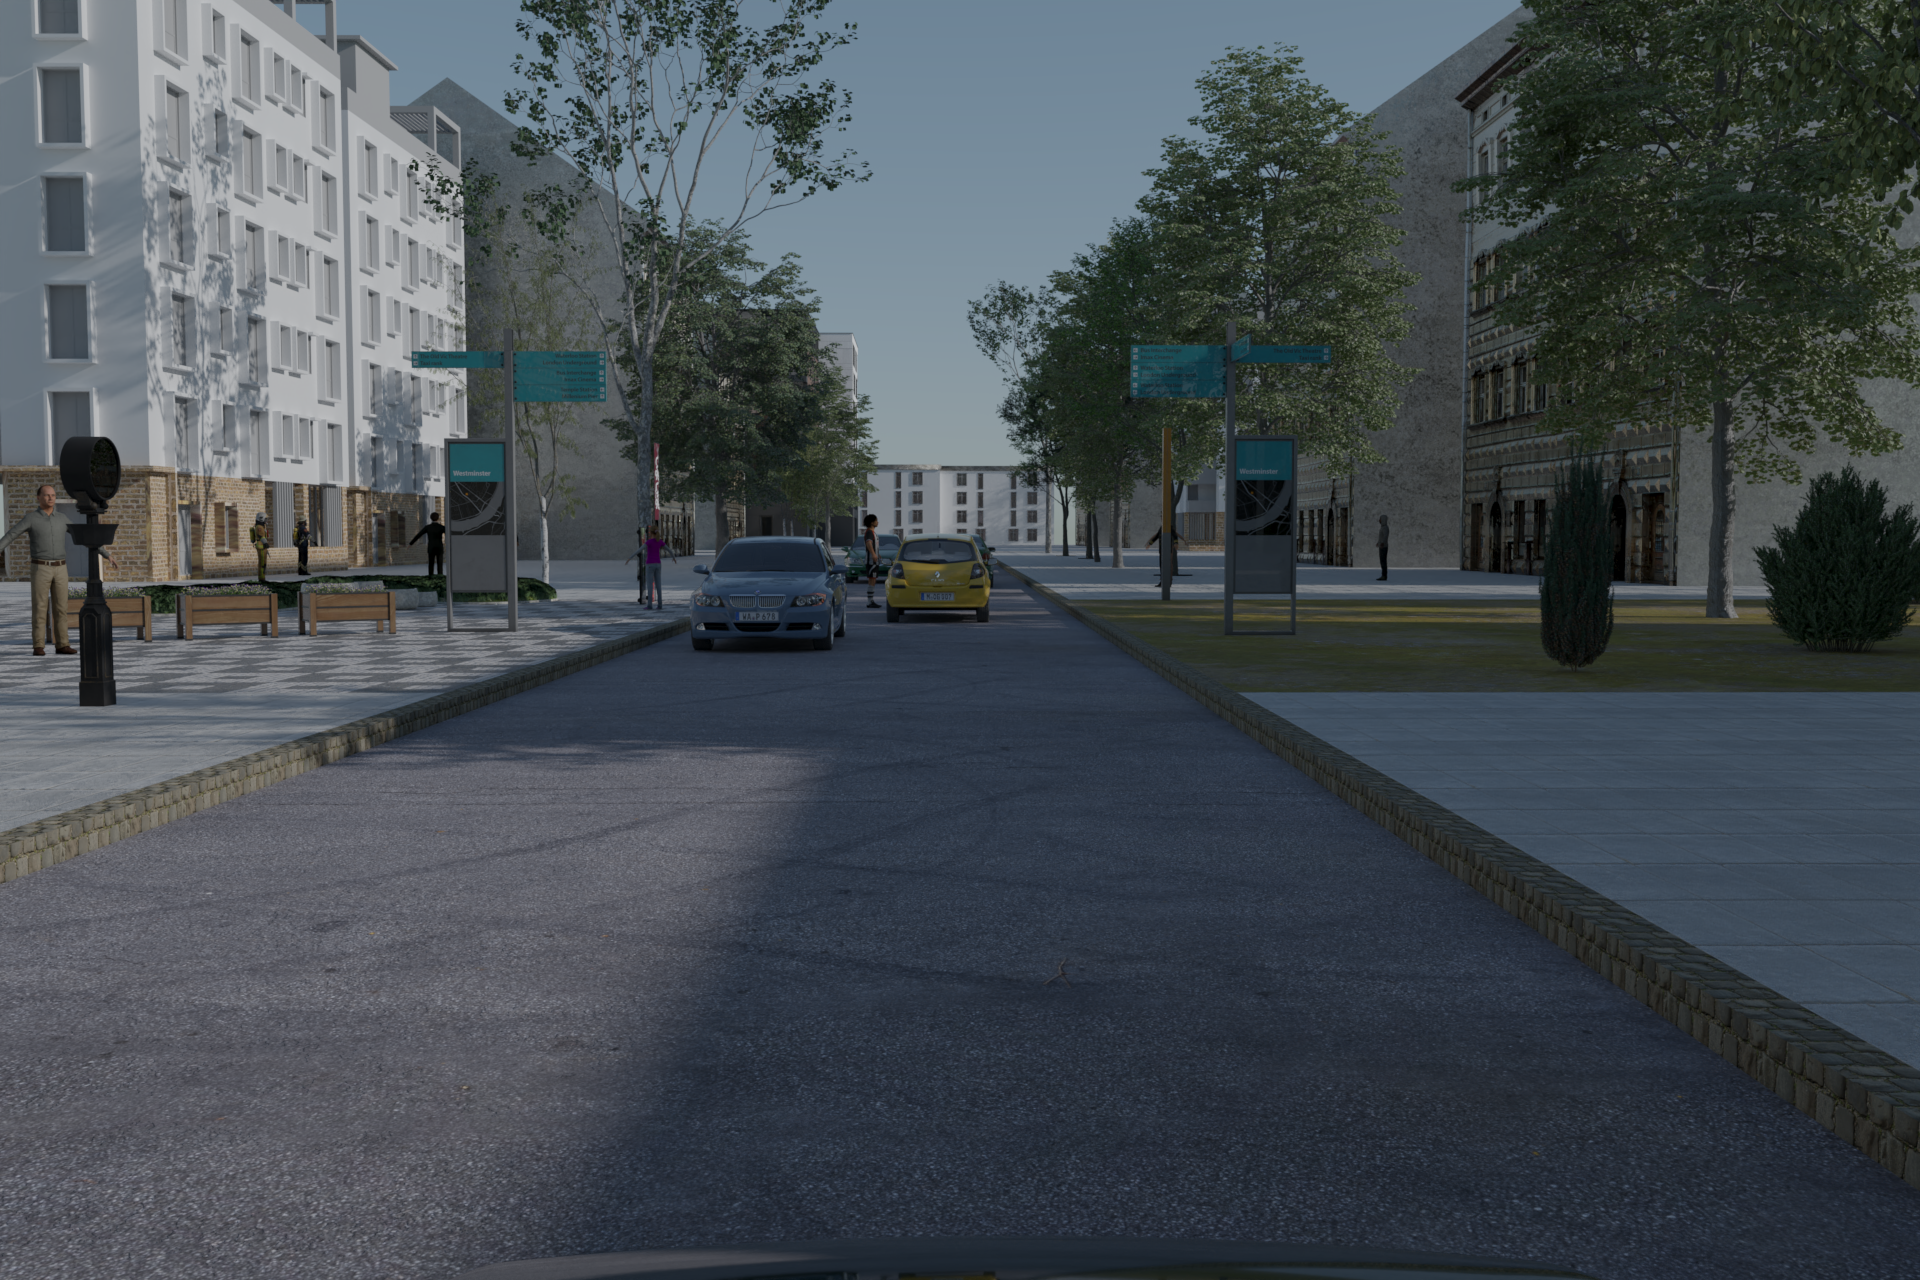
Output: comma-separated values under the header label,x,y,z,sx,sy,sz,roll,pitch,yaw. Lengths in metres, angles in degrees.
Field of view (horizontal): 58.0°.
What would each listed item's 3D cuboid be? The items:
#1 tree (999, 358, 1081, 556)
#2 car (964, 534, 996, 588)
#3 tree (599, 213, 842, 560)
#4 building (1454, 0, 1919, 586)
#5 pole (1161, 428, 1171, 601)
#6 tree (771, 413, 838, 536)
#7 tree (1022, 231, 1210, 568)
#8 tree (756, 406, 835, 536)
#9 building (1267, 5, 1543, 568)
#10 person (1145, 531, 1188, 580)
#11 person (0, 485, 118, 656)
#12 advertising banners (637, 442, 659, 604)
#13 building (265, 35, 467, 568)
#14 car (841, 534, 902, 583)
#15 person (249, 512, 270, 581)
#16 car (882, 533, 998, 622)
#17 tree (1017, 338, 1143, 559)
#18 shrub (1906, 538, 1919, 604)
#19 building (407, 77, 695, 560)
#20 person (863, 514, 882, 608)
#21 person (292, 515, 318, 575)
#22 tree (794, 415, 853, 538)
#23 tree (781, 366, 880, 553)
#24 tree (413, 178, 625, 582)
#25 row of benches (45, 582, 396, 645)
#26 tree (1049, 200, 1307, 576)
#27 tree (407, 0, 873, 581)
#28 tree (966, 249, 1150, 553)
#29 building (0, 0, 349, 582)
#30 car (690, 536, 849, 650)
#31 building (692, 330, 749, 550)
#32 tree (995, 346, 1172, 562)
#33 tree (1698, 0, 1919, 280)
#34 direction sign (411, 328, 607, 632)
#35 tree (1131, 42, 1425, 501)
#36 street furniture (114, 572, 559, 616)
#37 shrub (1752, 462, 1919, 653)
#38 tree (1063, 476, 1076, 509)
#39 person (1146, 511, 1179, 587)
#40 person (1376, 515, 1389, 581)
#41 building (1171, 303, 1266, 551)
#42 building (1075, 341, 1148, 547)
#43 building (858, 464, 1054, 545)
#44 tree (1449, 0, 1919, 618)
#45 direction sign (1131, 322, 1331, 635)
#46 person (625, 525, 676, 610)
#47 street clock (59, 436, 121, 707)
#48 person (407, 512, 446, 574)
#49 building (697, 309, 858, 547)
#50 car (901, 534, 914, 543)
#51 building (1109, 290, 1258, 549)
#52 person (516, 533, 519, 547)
label,x,y,z,sx,sy,sz,roll,pitch,yaw
tree,6.067,-10.672,100.247,9.928,11.665,9.643,0,3,0
car,-0.051,-2.197,47.713,2.131,1.459,4.920,0,4,-2
tree,-9.458,-9.889,68.339,9.857,13.997,8.962,0,3,0
building,26.753,-13.451,50.855,19.493,23.208,18.063,0,3,0
pole,3.979,-2.419,33.396,0.158,3.312,0.155,0,3,0
tree,-9.337,-9.043,98.215,4.737,8.622,4.395,0,3,0
tree,6.127,-8.984,65.020,7.486,12.596,7.792,0,3,0
tree,-8.728,-8.384,87.448,4.737,8.622,4.395,0,3,0
building,24.160,-14.886,74.312,19.493,23.208,18.063,0,4,0
person,5.782,-2.549,48.482,1.217,1.733,0.721,0,4,-1
person,-9.656,-0.740,18.374,0.705,1.796,1.348,3,5,41
advertising banners,-5.804,-2.215,32.403,0.090,3.025,2.074,0,4,1
building,-27.704,-12.890,67.164,16.016,20.090,11.380,0,4,-1
car,-2.465,-2.459,51.999,2.131,1.459,4.920,0,4,-1
person,-18.145,-2.405,45.092,0.705,1.858,1.354,-2,4,-24
car,-0.355,-1.179,29.506,2.015,1.641,3.980,0,4,0
tree,6.502,-9.972,88.797,9.928,11.665,9.643,0,3,0
shrub,17.640,-1.269,31.860,1.383,1.207,1.383,0,3,0
building,-24.843,-16.026,92.961,19.493,23.208,18.063,0,4,-1
person,-1.679,-1.529,33.603,0.704,1.843,1.345,0,4,1
person,-20.376,-2.935,53.760,1.354,1.856,0.705,3,5,40
tree,-9.061,-9.462,105.068,4.360,8.622,3.978,0,3,0
tree,-8.989,-12.136,116.546,7.486,12.596,7.792,0,3,0
tree,-8.523,-5.242,36.074,4.360,8.622,3.978,0,3,0
row of benches,-9.090,-0.355,21.260,4.104,0.672,1.422,-2,4,-34
tree,6.646,-7.772,52.829,9.928,11.665,9.643,0,3,0
tree,-8.518,-11.745,47.924,12.611,20.169,13.585,0,3,0
tree,7.101,-15.818,114.514,12.611,20.169,13.585,0,3,0
building,-26.489,-11.695,47.640,16.016,20.090,11.380,0,4,0
car,-2.449,-0.666,22.884,2.014,1.417,4.499,0,4,-1
building,-28.594,-19.320,146.804,19.493,23.208,18.063,0,4,-1
tree,6.101,-8.849,79.099,8.767,10.594,7.601,-2,4,-34
tree,6.505,-3.702,10.883,4.737,8.622,4.395,0,3,0
direction sign,-5.866,-2.104,23.167,2.525,3.948,1.411,0,4,0
tree,7.358,-7.498,40.715,7.486,12.596,7.792,0,3,0
street furniture,-11.072,-0.980,31.653,5.734,0.657,10.072,1,4,14
shrub,9.633,-0.912,18.951,1.661,2.075,1.752,0,3,0
tree,17.406,-18.264,208.986,12.009,13.543,11.850,0,3,0
person,4.935,-2.196,41.836,0.705,1.837,1.347,-2,4,-26
person,11.634,-2.543,47.707,0.705,1.813,1.348,1,4,8
building,22.054,-17.492,142.406,16.016,20.090,11.380,0,4,0
building,22.287,-21.664,185.137,19.493,23.208,18.063,0,3,0
building,-2.514,-16.206,209.565,28.070,9.664,9.099,0,4,-2
tree,11.300,-6.615,26.286,7.486,12.596,7.792,0,3,0
direction sign,3.425,-1.993,21.356,2.525,3.948,1.411,0,4,-1
person,-5.228,-1.231,29.398,0.991,1.433,0.599,-3,5,-41
street clock,-6.450,-0.510,12.901,0.358,2.002,0.471,0,4,1
person,-12.492,-2.145,41.262,1.347,1.806,0.705,0,4,-6
building,-24.759,-20.148,173.388,27.936,21.610,32.646,0,4,-1
car,-1.995,-4.770,89.780,2.131,1.459,4.920,0,3,0
building,24.100,-20.211,161.386,19.493,23.208,18.063,0,4,0
person,-13.715,-2.823,52.374,1.346,1.802,0.704,3,5,39
